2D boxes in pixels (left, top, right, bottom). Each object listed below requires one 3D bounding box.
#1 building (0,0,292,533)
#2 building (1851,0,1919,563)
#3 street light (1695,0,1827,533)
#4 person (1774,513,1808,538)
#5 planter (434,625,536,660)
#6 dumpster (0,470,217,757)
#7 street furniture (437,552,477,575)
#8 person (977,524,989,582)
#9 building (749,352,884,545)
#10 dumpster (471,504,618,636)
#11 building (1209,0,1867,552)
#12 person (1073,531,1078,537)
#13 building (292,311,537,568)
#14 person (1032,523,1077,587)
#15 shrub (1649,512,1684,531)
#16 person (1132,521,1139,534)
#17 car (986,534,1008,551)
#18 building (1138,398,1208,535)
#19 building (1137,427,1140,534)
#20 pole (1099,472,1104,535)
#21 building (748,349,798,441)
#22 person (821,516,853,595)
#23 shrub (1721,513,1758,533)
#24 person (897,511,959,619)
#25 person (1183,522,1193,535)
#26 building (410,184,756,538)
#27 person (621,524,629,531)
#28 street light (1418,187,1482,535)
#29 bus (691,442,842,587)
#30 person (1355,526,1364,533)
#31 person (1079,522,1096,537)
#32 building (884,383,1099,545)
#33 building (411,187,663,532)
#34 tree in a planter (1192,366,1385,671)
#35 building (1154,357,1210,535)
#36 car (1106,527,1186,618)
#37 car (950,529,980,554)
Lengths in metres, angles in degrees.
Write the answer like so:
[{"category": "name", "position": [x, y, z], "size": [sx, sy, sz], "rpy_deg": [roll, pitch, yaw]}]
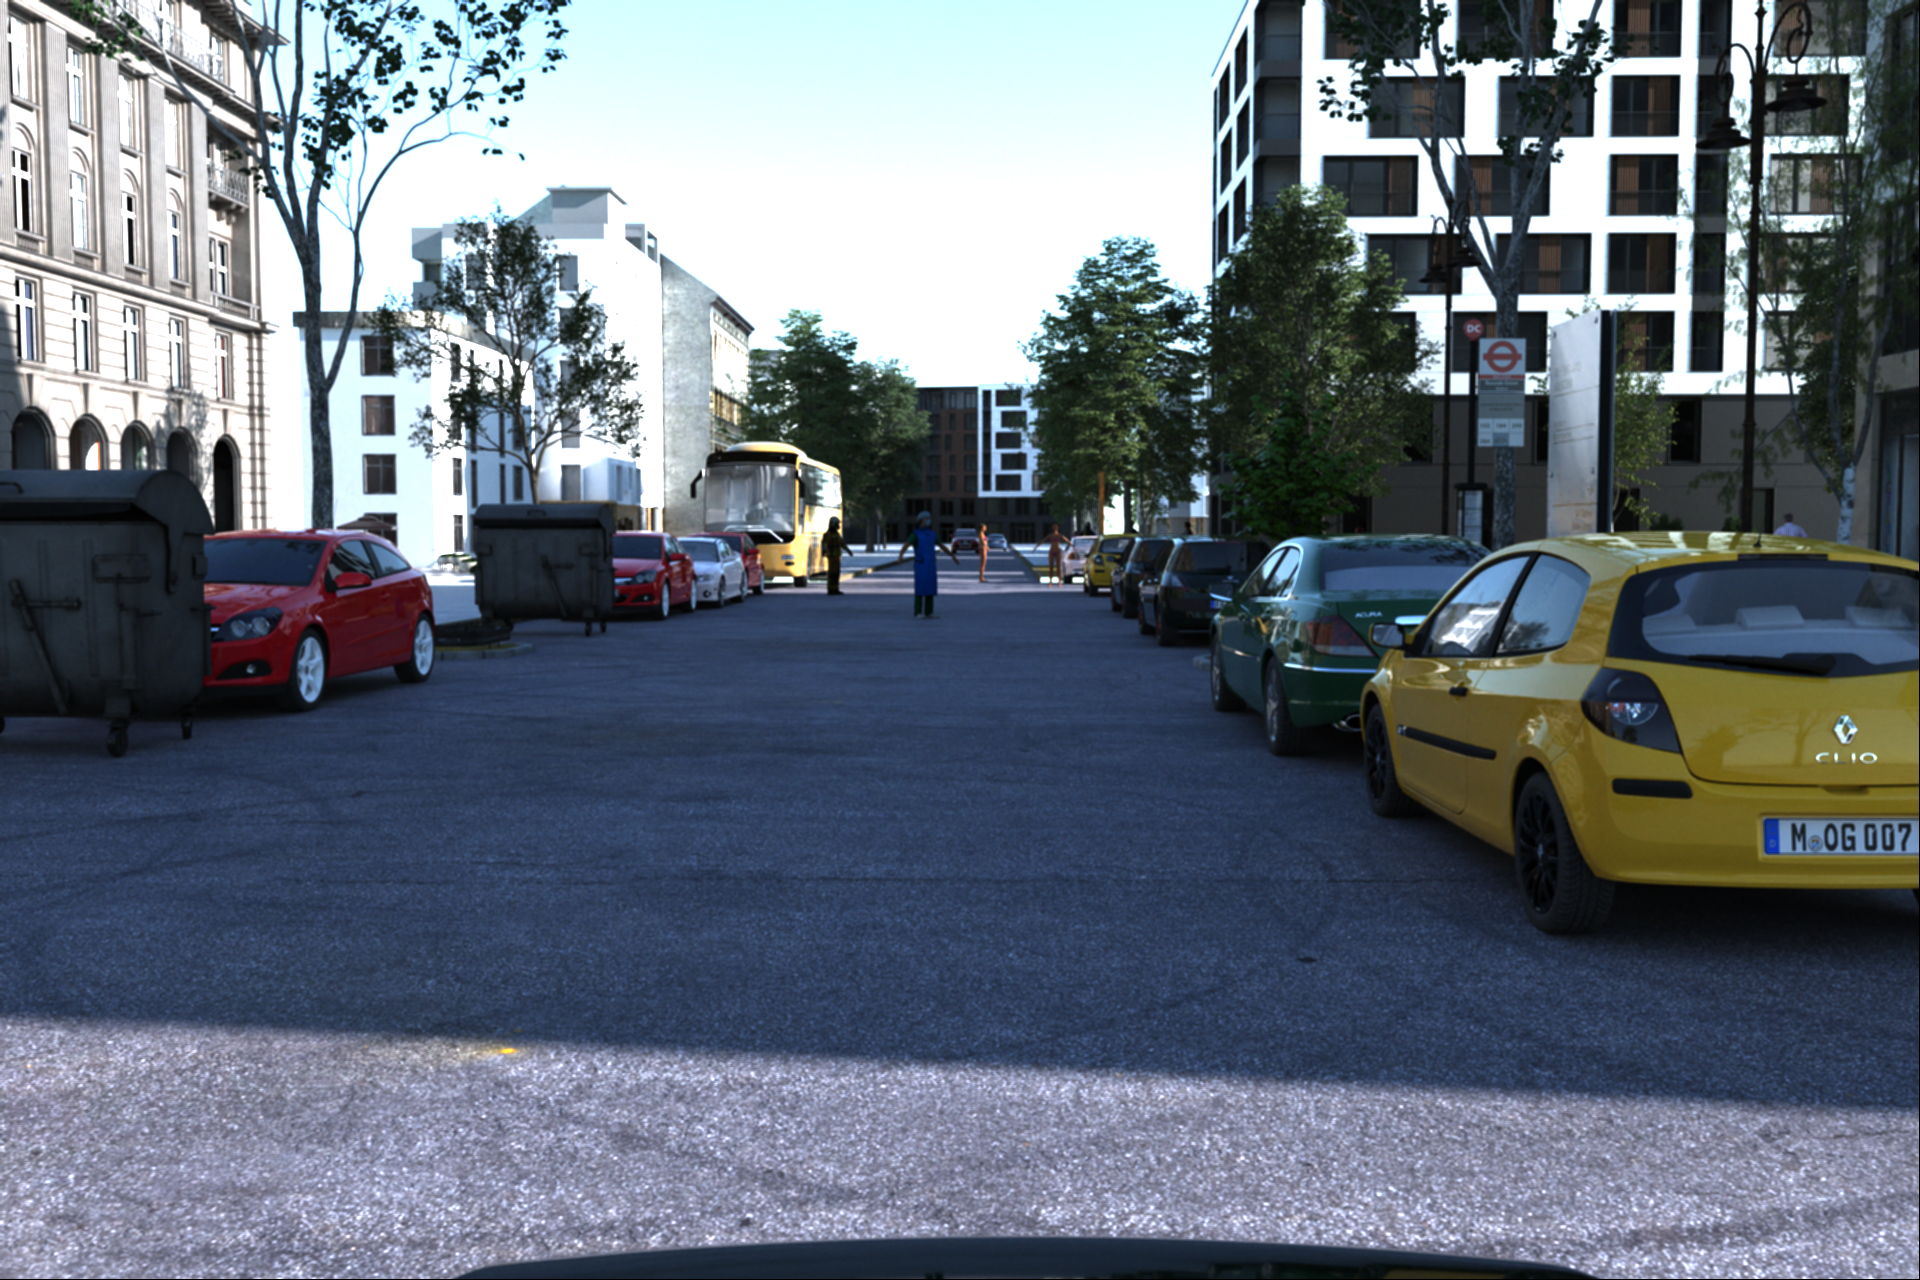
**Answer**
[{"category": "building", "position": [-28.014, -12.417, 43.678], "size": [13.314, 22.015, 24.055], "rpy_deg": [0, 4, 1]}, {"category": "building", "position": [27.654, -13.123, 17.771], "size": [19.351, 26.588, 34.151], "rpy_deg": [0, 4, 1]}, {"category": "street light", "position": [6.893, -2.587, 15.081], "size": [0.468, 5.910, 1.993], "rpy_deg": [0, 4, 1]}, {"category": "person", "position": [17.114, -1.758, 35.733], "size": [0.756, 1.711, 0.436], "rpy_deg": [2, 4, 31]}, {"category": "planter", "position": [-6.188, 0.028, 20.687], "size": [1.991, 0.319, 1.994], "rpy_deg": [0, 4, 1]}, {"category": "dumpster", "position": [-6.115, -0.205, 11.575], "size": [1.865, 1.857, 1.264], "rpy_deg": [0, 4, 1]}, {"category": "street furniture", "position": [-13.712, -2.533, 57.044], "size": [5.734, 0.657, 10.072], "rpy_deg": [-2, 4, -31]}, {"category": "person", "position": [0.762, -2.624, 52.166], "size": [0.721, 1.733, 1.217], "rpy_deg": [0, 4, -4]}, {"category": "building", "position": [-24.147, -22.424, 210.600], "size": [27.936, 21.610, 32.646], "rpy_deg": [0, 4, 1]}, {"category": "dumpster", "position": [-5.902, -1.007, 24.680], "size": [1.865, 1.857, 1.264], "rpy_deg": [0, 4, 1]}, {"category": "building", "position": [25.179, -14.407, 79.531], "size": [27.936, 21.610, 32.646], "rpy_deg": [0, 4, 1]}, {"category": "person", "position": [5.960, -4.821, 88.083], "size": [0.599, 1.433, 0.991], "rpy_deg": [-1, 4, -17]}, {"category": "building", "position": [-23.921, -8.391, 79.344], "size": [9.099, 9.664, 28.070], "rpy_deg": [0, 4, 1]}, {"category": "person", "position": [2.564, -2.300, 46.863], "size": [1.217, 1.733, 0.721], "rpy_deg": [1, 4, 10]}, {"category": "shrub", "position": [23.084, -3.195, 56.665], "size": [1.690, 2.028, 1.600], "rpy_deg": [0, 3, 0]}, {"category": "person", "position": [7.413, -4.208, 74.728], "size": [1.347, 1.837, 0.705], "rpy_deg": [2, 4, 31]}, {"category": "car", "position": [3.049, -8.215, 146.314], "size": [2.014, 1.417, 4.499], "rpy_deg": [0, 4, 1]}, {"category": "building", "position": [30.882, -22.649, 201.234], "size": [19.493, 23.208, 18.063], "rpy_deg": [0, 4, 1]}, {"category": "building", "position": [28.158, -22.508, 224.423], "size": [16.016, 20.090, 11.380], "rpy_deg": [0, 4, 1]}, {"category": "pole", "position": [4.652, -3.856, 56.894], "size": [0.158, 3.312, 0.155], "rpy_deg": [0, 3, 0]}, {"category": "building", "position": [-23.013, -19.690, 178.344], "size": [16.016, 20.090, 11.380], "rpy_deg": [0, 4, 1]}, {"category": "person", "position": [-2.946, -1.992, 40.793], "size": [0.705, 1.858, 1.354], "rpy_deg": [2, 4, 26]}, {"category": "shrub", "position": [27.585, -3.504, 61.711], "size": [1.690, 2.028, 1.600], "rpy_deg": [0, 3, 0]}, {"category": "person", "position": [-0.579, -1.272, 29.373], "size": [1.347, 1.817, 0.704], "rpy_deg": [-3, 5, -42]}, {"category": "person", "position": [10.189, -4.387, 77.867], "size": [0.704, 1.843, 1.345], "rpy_deg": [-1, 4, -23]}, {"category": "building", "position": [-24.815, -17.580, 118.365], "size": [19.493, 23.208, 18.063], "rpy_deg": [0, 4, 1]}, {"category": "person", "position": [-17.354, -5.099, 89.499], "size": [1.348, 1.813, 0.705], "rpy_deg": [1, 4, 15]}, {"category": "street light", "position": [6.618, -3.104, 23.540], "size": [0.468, 5.910, 1.993], "rpy_deg": [0, 4, 1]}, {"category": "bus", "position": [-5.223, -3.566, 49.847], "size": [2.896, 3.916, 12.252], "rpy_deg": [0, 4, 1]}, {"category": "person", "position": [7.845, -1.536, 34.326], "size": [0.599, 1.438, 0.989], "rpy_deg": [-1, 4, -13]}, {"category": "person", "position": [5.948, -4.557, 80.281], "size": [1.354, 1.856, 0.705], "rpy_deg": [3, 5, 42]}, {"category": "building", "position": [2.864, -24.538, 247.621], "size": [32.646, 21.610, 27.936], "rpy_deg": [1, 4, 11]}, {"category": "building", "position": [-23.902, -14.642, 95.811], "size": [16.016, 20.090, 11.380], "rpy_deg": [0, 4, 1]}, {"category": "tree in a planter", "position": [3.539, -1.303, 18.520], "size": [1.991, 3.239, 1.994], "rpy_deg": [0, 4, 1]}, {"category": "building", "position": [25.622, -19.891, 181.638], "size": [16.016, 20.090, 11.380], "rpy_deg": [0, 4, 1]}, {"category": "car", "position": [3.638, -1.287, 30.825], "size": [2.009, 1.686, 4.222], "rpy_deg": [0, 4, 1]}, {"category": "car", "position": [0.427, -7.196, 126.319], "size": [2.281, 1.827, 5.304], "rpy_deg": [0, 4, 1]}]
